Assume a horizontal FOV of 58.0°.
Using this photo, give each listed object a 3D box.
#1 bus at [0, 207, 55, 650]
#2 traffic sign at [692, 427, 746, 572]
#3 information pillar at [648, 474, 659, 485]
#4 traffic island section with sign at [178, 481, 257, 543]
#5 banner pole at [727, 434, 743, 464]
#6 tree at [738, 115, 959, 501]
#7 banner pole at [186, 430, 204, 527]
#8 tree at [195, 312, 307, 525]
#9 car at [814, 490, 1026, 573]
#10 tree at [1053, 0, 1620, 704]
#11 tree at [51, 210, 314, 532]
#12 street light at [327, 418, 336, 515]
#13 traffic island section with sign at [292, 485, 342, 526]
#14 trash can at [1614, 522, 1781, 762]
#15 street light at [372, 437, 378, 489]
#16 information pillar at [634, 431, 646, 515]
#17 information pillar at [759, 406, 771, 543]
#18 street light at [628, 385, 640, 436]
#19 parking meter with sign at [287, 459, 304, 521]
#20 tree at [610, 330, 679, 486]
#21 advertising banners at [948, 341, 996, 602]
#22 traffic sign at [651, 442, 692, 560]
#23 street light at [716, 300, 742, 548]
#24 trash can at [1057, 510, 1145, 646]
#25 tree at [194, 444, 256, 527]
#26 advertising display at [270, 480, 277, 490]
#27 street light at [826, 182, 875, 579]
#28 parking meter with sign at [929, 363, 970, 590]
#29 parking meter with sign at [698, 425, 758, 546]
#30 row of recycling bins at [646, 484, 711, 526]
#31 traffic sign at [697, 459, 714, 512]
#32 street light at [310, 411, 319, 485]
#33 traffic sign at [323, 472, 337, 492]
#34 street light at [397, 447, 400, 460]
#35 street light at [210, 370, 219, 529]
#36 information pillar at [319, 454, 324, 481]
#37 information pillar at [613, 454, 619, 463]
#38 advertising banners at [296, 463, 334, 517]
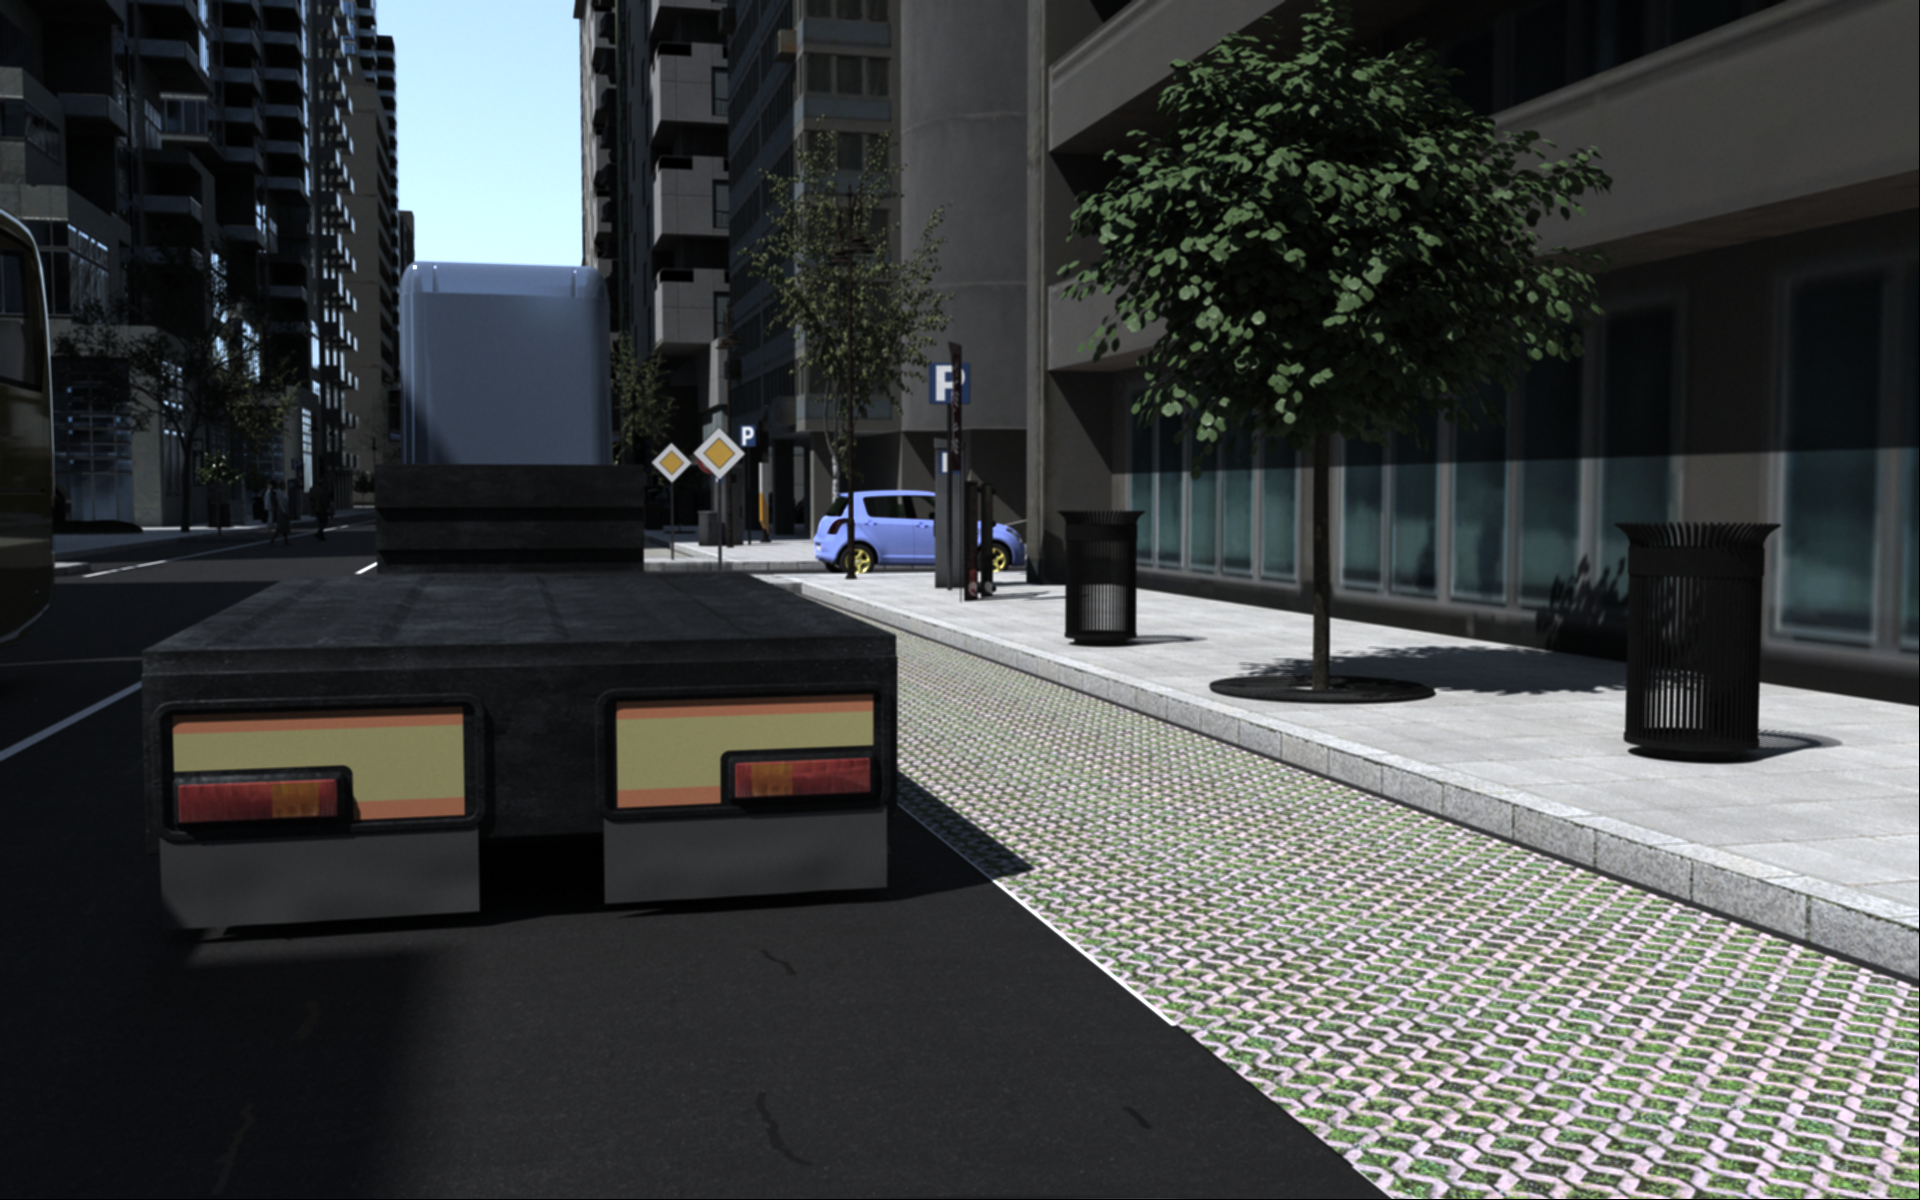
[{"bbox_3d":[-6.648,-0.972,7.447,2.896,3.916,12.252,-1,4,-16],"label":"bus"},{"bbox_3d":[-3.602,-1.364,25.942,0.795,2.450,0.064,-1,4,-14],"label":"traffic sign"},{"bbox_3d":[-11.159,-3.582,63.060,0.304,2.012,0.304,-3,4,-36],"label":"information pillar"},{"bbox_3d":[-22.328,-2.664,52.185,1.989,1.847,2.006,-1,4,-14],"label":"traffic island section with sign"},{"bbox_3d":[-9.369,-4.998,71.734,0.863,3.779,0.401,-1,4,-20],"label":"banner pole"},{"bbox_3d":[-2.269,-5.160,34.736,4.737,8.622,4.395,0,3,0],"label":"tree"},{"bbox_3d":[-30.040,-4.769,67.996,0.401,3.779,0.863,2,4,33],"label":"banner pole"},{"bbox_3d":[-29.199,-7.377,70.975,4.737,8.622,4.395,0,3,0],"label":"tree"},{"bbox_3d":[-0.688,-1.266,30.296,3.694,1.707,1.945,-1,4,-15],"label":"car"},{"bbox_3d":[2.306,-1.683,11.226,4.285,4.588,4.351,0,3,0],"label":"tree"},{"bbox_3d":[-25.977,-7.537,57.635,8.767,10.594,7.601,-1,4,-21],"label":"tree"},{"bbox_3d":[-37.916,-8.063,104.620,0.468,5.910,1.993,-1,4,-14],"label":"street light"},{"bbox_3d":[-29.055,-4.261,78.290,1.989,1.847,2.006,-1,4,-14],"label":"traffic island section with sign"},{"bbox_3d":[3.587,0.194,8.474,0.748,1.137,0.748,0,3,0],"label":"trash can"},{"bbox_3d":[-46.322,-10.048,137.071,0.468,5.910,1.993,-1,4,-14],"label":"street light"},{"bbox_3d":[-11.868,-4.456,64.207,0.183,3.616,0.504,3,5,44],"label":"information pillar"},{"bbox_3d":[-5.182,-3.330,45.808,0.183,3.616,0.504,1,4,15],"label":"information pillar"},{"bbox_3d":[-13.801,-6.154,73.408,0.468,5.910,1.993,-1,4,-14],"label":"street light"},{"bbox_3d":[-32.464,-5.385,84.312,0.543,3.016,1.738,0,4,-5],"label":"parking meter with sign"},{"bbox_3d":[-14.371,-7.763,77.295,4.737,8.622,4.395,0,3,0],"label":"tree"},{"bbox_3d":[0.144,-1.513,20.928,0.090,3.025,2.074,1,4,16],"label":"advertising banners"},{"bbox_3d":[-5.600,-1.837,33.674,0.795,2.450,0.064,-1,4,-14],"label":"traffic sign"},{"bbox_3d":[-5.513,-4.196,41.387,0.468,5.910,1.993,-1,4,-14],"label":"street light"},{"bbox_3d":[1.202,-0.191,14.773,0.748,1.137,0.748,0,3,0],"label":"trash can"},{"bbox_3d":[-28.481,-4.419,66.849,1.663,3.219,1.824,0,3,0],"label":"tree"},{"bbox_3d":[-31.950,-4.617,80.695,0.123,1.923,0.974,-2,4,-32],"label":"advertising display"},{"bbox_3d":[-1.647,-3.257,26.035,0.468,5.910,1.993,-1,4,-14],"label":"street light"},{"bbox_3d":[-0.095,-1.689,23.869,0.543,3.016,1.738,0,4,3],"label":"parking meter with sign"},{"bbox_3d":[-5.813,-2.875,43.260,0.543,3.016,1.738,2,4,34],"label":"parking meter with sign"},{"bbox_3d":[-11.474,-3.888,70.682,3.534,1.692,1.069,0,4,4],"label":"row of recycling bins"},{"bbox_3d":[-6.302,-2.689,44.075,0.768,2.556,0.104,0,4,-5],"label":"traffic sign"},{"bbox_3d":[-36.015,-7.582,96.761,0.468,5.910,1.993,-1,4,-14],"label":"street light"},{"bbox_3d":[-36.919,-6.202,101.500,0.768,2.556,0.104,-1,4,-13],"label":"traffic sign"},{"bbox_3d":[-54.657,-12.006,169.080,0.468,5.910,1.993,-1,4,-14],"label":"street light"},{"bbox_3d":[-27.517,-5.586,64.116,0.468,5.910,1.993,-1,4,-14],"label":"street light"},{"bbox_3d":[-37.556,-6.761,101.890,0.183,3.616,0.504,0,4,4],"label":"information pillar"},{"bbox_3d":[-20.183,-6.732,101.422,0.504,3.616,0.183,-3,5,-40],"label":"information pillar"},{"bbox_3d":[-36.852,-6.280,98.857,2.074,3.025,0.090,-1,4,-14],"label":"advertising banners"}]
